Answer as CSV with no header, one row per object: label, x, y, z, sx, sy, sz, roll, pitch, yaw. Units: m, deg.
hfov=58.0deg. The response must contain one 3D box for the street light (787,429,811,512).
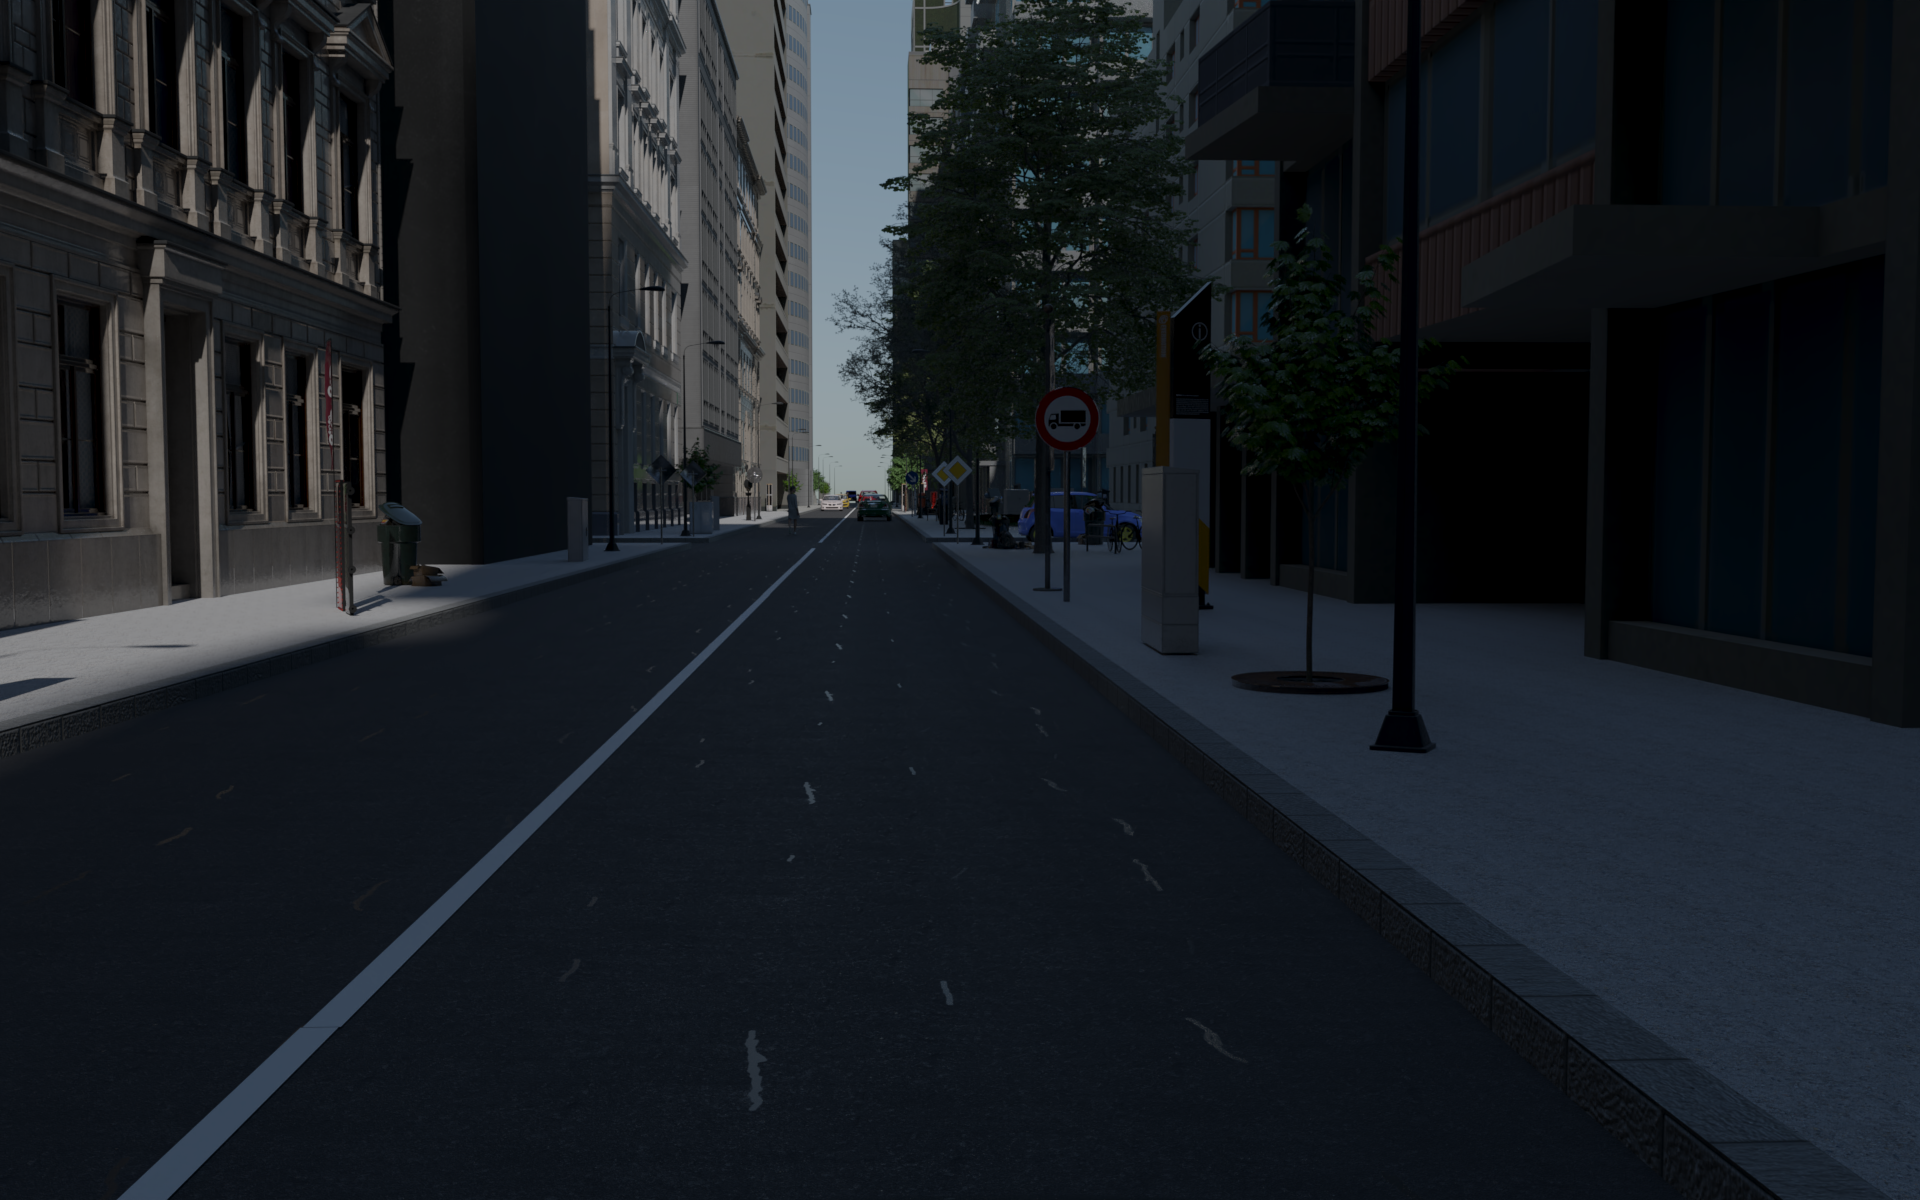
street light,-11.890,-9.544,128.587,1.470,5.913,1.316,0,4,-3

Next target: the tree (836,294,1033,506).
tree,-0.857,-8.609,75.161,8.767,10.594,7.601,-1,4,-19

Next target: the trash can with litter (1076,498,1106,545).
trash can with litter,3.242,-1.979,43.751,0.624,1.170,1.055,-2,4,-23

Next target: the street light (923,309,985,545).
street light,-0.097,-4.338,43.473,1.470,5.913,1.316,0,4,-3

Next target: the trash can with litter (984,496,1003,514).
trash can with litter,1.671,-4.791,89.719,0.624,1.170,1.055,3,5,44

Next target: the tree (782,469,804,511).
tree,-12.679,-8.391,131.789,1.663,3.219,1.824,0,3,0

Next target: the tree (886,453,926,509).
tree,-3.951,-8.954,130.119,4.285,4.588,4.351,0,3,0

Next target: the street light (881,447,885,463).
street light,-6.703,-12.015,168.991,1.470,5.913,1.316,0,4,-3

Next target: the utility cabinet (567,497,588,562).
utility cabinet,-7.332,-1.352,33.275,0.306,1.237,1.020,0,4,-6

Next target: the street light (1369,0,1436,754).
street light,1.693,-2.201,8.535,1.470,5.913,1.316,0,4,-3

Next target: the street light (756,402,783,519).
street light,-9.643,-7.036,87.574,1.470,5.913,1.316,0,4,-3

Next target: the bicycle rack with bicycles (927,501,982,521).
bicycle rack with bicycles,-0.387,-4.224,82.439,2.852,0.926,2.925,-1,4,-13

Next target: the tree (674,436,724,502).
tree,-8.682,-3.878,58.001,1.663,3.219,1.824,0,3,0

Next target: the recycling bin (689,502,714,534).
recycling bin,-8.338,-2.649,55.860,0.722,1.027,0.722,0,4,-4

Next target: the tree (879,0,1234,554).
tree,2.000,-7.259,36.805,7.486,12.596,7.792,0,3,0

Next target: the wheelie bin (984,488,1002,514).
wheelie bin,1.715,-5.096,91.229,0.980,1.594,0.693,-2,4,-24

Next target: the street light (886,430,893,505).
street light,-4.442,-9.416,126.493,1.470,5.913,1.316,0,4,-3

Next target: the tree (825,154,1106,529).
tree,0.231,-9.343,63.121,12.009,13.543,11.850,0,3,0

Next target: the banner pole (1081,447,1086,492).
banner pole,5.804,-5.598,81.549,0.401,3.779,0.863,1,4,22

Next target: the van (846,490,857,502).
van,-17.662,-16.922,281.065,2.240,2.365,5.245,0,4,-4

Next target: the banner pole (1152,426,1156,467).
banner pole,7.115,-4.488,63.396,0.401,3.779,0.863,1,4,18

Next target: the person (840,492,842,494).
person,-16.047,-13.749,234.230,0.436,1.711,0.756,2,4,23

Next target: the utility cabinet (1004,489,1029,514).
utility cabinet,2.577,-4.302,79.014,1.173,1.500,0.318,-2,4,-29

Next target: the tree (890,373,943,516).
tree,-2.605,-9.255,101.674,4.737,8.622,4.395,0,3,0

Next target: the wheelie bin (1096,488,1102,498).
wheelie bin,7.362,-4.995,89.574,0.693,1.594,0.980,0,4,0

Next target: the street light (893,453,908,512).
street light,-2.628,-7.248,91.047,1.470,5.913,1.316,0,4,-3

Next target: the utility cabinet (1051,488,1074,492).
utility cabinet,3.786,-3.535,66.482,1.173,1.500,0.318,0,4,4

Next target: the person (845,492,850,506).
person,-13.858,-12.468,213.148,0.445,1.727,0.742,1,4,18

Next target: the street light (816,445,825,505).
street light,-13.750,-11.675,163.433,1.470,5.913,1.316,0,4,-3

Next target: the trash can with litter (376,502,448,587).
trash can with litter,-7.673,-0.793,24.358,1.055,1.170,0.624,2,4,26

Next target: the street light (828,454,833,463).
street light,-15.622,-13.811,198.342,1.470,5.913,1.316,0,4,-3

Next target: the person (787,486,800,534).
person,-5.927,-3.194,61.480,0.466,1.731,0.760,0,4,0

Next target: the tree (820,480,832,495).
tree,-18.033,-14.597,233.263,1.663,3.219,1.824,0,3,0

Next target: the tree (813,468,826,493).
tree,-17.412,-13.464,203.855,4.285,4.588,4.351,0,3,0

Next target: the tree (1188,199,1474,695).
tree,2.261,-1.039,11.591,1.663,3.219,1.824,0,3,0

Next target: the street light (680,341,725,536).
street light,-7.800,-4.890,52.493,1.470,5.913,1.316,0,4,-3

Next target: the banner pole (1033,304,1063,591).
banner pole,1.181,-1.997,22.675,0.401,3.779,0.863,0,4,-4

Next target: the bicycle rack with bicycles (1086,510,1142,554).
bicycle rack with bicycles,4.025,-1.528,38.370,2.852,0.926,2.925,-1,4,-15

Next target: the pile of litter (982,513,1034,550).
pile of litter,1.146,-1.637,40.738,1.176,0.858,1.719,-1,4,-14

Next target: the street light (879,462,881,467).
street light,-8.508,-14.149,203.868,1.470,5.913,1.316,0,4,-3

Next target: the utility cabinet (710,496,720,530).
utility cabinet,-8.730,-3.092,61.716,0.306,1.237,1.020,-1,4,-11

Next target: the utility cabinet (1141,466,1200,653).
utility cabinet,1.737,-0.343,14.287,0.318,1.500,1.173,0,4,-2

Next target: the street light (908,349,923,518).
street light,-0.840,-5.086,55.699,1.470,5.913,1.316,0,4,-3

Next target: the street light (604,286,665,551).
street light,-7.271,-4.048,38.734,1.470,5.913,1.316,0,4,-3
